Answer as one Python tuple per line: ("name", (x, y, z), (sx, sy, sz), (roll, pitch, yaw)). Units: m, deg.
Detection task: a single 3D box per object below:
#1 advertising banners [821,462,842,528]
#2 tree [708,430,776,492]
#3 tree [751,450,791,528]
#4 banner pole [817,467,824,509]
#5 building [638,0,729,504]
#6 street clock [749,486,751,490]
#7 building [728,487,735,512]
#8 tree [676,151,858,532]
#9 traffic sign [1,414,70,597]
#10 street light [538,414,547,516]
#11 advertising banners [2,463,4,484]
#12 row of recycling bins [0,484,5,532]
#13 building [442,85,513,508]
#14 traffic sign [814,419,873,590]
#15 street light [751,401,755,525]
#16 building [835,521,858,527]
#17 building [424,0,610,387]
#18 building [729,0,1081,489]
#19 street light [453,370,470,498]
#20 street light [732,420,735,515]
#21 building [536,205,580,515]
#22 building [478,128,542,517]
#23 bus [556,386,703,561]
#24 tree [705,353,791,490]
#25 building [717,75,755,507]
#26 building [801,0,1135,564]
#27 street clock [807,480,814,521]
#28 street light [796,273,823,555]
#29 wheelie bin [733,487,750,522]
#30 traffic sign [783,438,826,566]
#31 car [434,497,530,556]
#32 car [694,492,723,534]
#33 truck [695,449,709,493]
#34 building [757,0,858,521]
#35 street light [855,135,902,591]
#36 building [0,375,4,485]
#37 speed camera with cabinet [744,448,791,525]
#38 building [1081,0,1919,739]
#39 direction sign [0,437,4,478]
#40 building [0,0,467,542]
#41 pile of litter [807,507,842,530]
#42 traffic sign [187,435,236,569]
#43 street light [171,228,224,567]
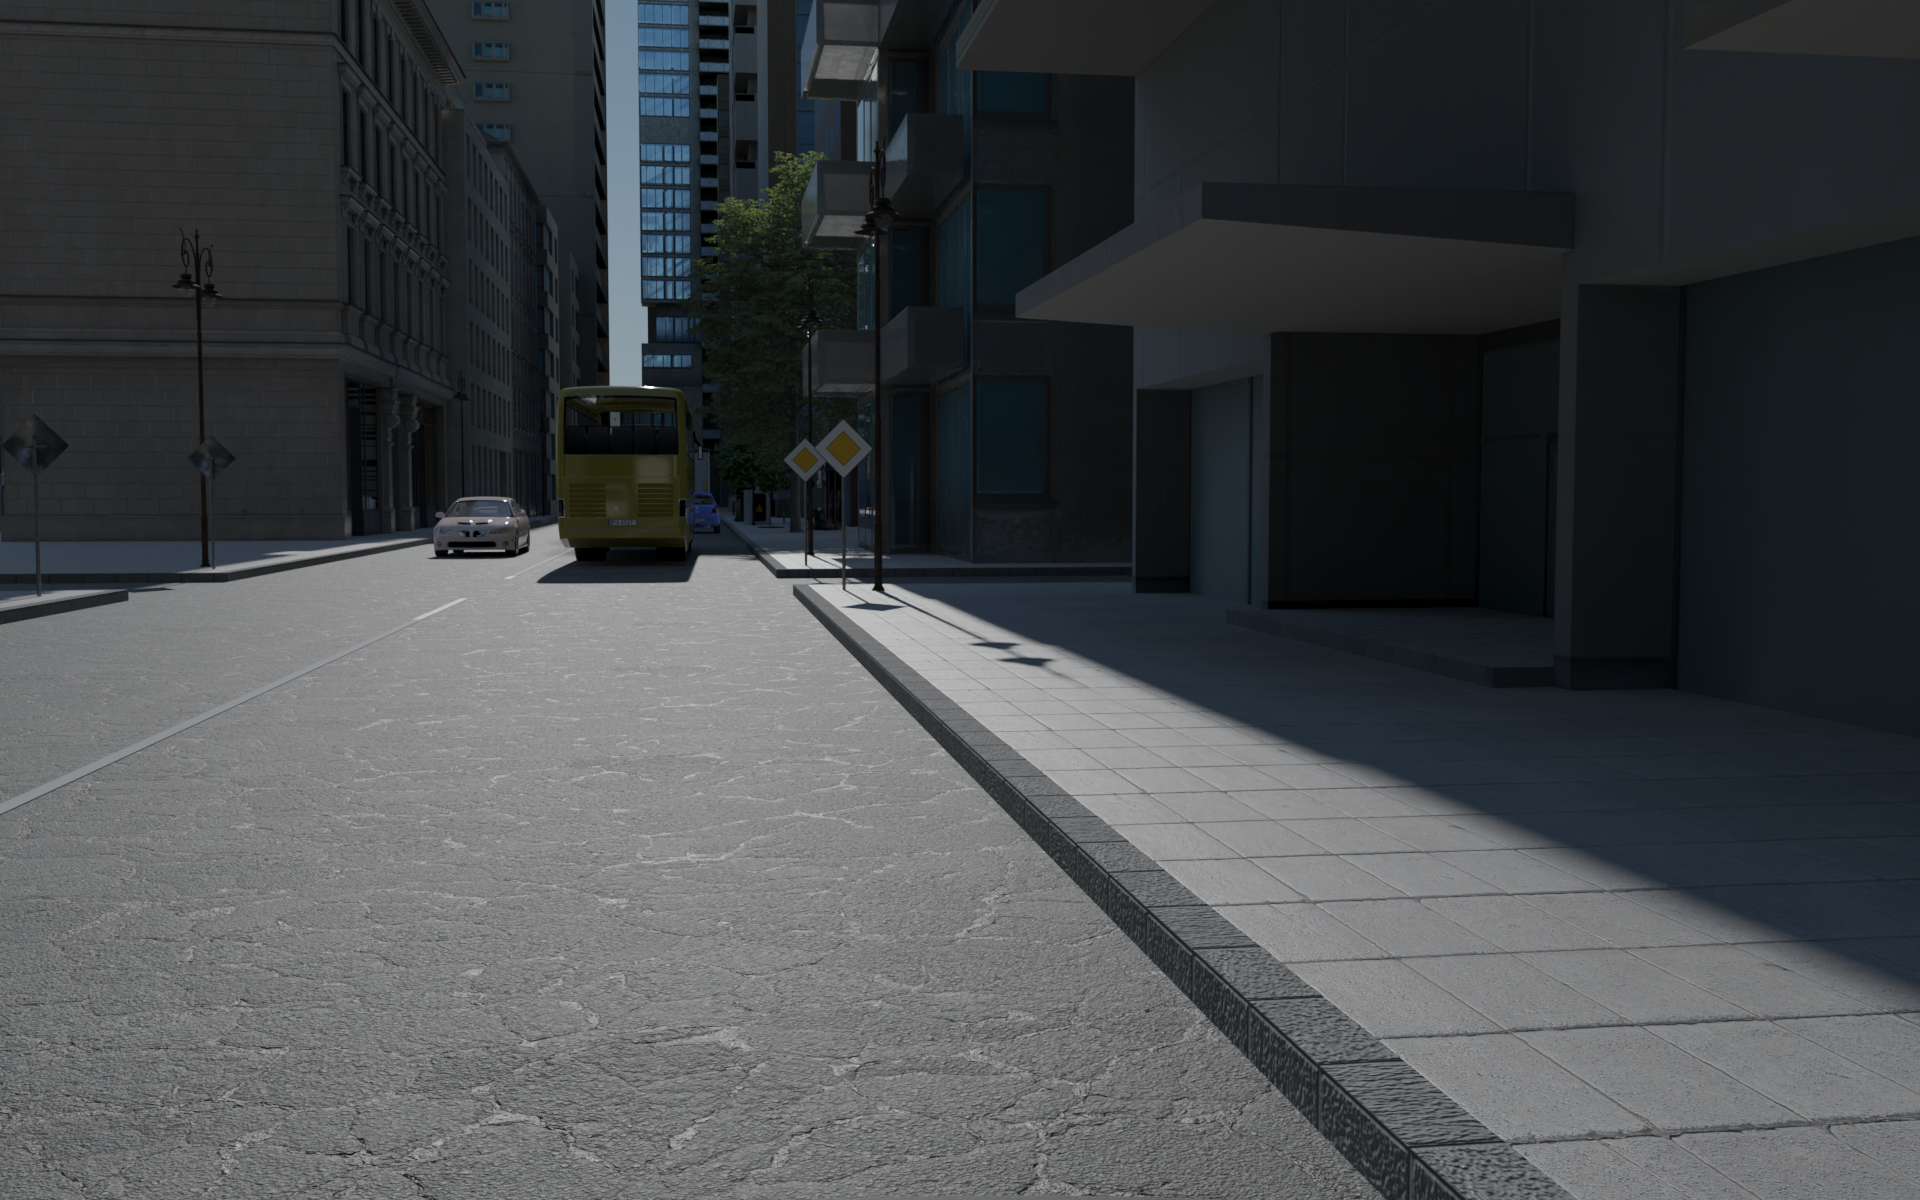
("advertising banners", (-4.778, -4.190, 64.692), (0.090, 3.025, 2.074), (-2, 4, -27))
("tree", (-10.591, -6.162, 84.464), (4.285, 4.588, 4.351), (0, 3, 0))
("tree", (-7.254, -4.330, 65.397), (1.663, 3.219, 1.824), (0, 3, 0))
("banner pole", (-6.802, -5.795, 84.762), (0.401, 3.779, 0.863), (2, 4, 27))
("building", (-24.733, -54.160, 198.190), (31.000, 86.520, 22.319), (-1, 4, -9))
("street clock", (-11.323, -5.378, 92.508), (0.358, 2.002, 0.471), (-2, 4, -28))
("building", (-1.015, -26.727, 128.875), (32.217, 40.220, 23.993), (-1, 4, -9))
("tree", (-5.489, -8.516, 57.372), (7.486, 12.596, 7.792), (0, 3, 0))
("traffic sign", (-11.538, -1.101, 21.644), (0.795, 2.450, 0.064), (-1, 4, -9))
("street light", (-23.989, -7.760, 99.667), (0.468, 5.910, 1.993), (-1, 4, -9))
("advertising banners", (-53.532, -6.151, 96.759), (0.090, 3.025, 2.074), (-1, 4, -23))
("row of recycling bins", (-32.435, -3.197, 59.385), (1.069, 1.692, 3.534), (-2, 4, -33))
("building", (-26.001, -13.547, 76.249), (10.420, 20.320, 16.860), (-1, 4, -9))
("traffic sign", (-1.557, -1.193, 23.150), (0.795, 2.450, 0.064), (-1, 4, -9))
("street light", (-8.463, -5.997, 70.842), (0.468, 5.910, 1.993), (-1, 4, -9))
("building", (1.181, -25.917, 73.851), (14.600, 45.320, 14.200), (-1, 4, -9))
("building", (-39.978, -31.625, 140.777), (21.300, 48.544, 21.600), (-1, 4, -9))
("building", (-6.604, -34.526, 153.746), (28.713, 52.752, 27.495), (-1, 4, -9))
("street light", (-18.531, -5.611, 64.520), (0.468, 5.910, 1.993), (-1, 4, -9))
("street light", (-13.744, -8.086, 104.997), (0.468, 5.910, 1.993), (-1, 4, -9))
("building", (-40.538, -16.574, 116.020), (27.650, 21.520, 28.899), (-1, 4, -9))
("building", (-28.311, -14.952, 93.610), (9.793, 20.994, 18.267), (-1, 4, -9))
("bus", (-7.474, -2.967, 40.054), (2.896, 3.916, 12.252), (0, 4, -8))
("tree", (-10.709, -8.498, 89.312), (4.360, 8.622, 3.978), (0, 3, 0))
("building", (-17.118, -29.963, 173.483), (14.154, 41.232, 14.086), (-1, 4, -9))
("building", (11.372, -25.824, 41.827), (30.456, 49.044, 23.786), (-1, 4, -9))
("street clock", (-7.275, -4.829, 83.524), (0.471, 2.002, 0.358), (-2, 4, -24))
("street light", (-3.146, -3.886, 36.323), (0.468, 5.910, 1.993), (-1, 4, -9))
("wheelie bin", (-9.963, -4.402, 79.874), (0.980, 1.594, 0.693), (-2, 4, -35))
("traffic sign", (-2.768, -1.676, 31.043), (0.795, 2.450, 0.064), (-1, 4, -9))
("car", (-11.367, -1.774, 41.368), (2.083, 1.381, 4.827), (-1, 4, -9))
("car", (-9.724, -3.330, 64.041), (1.945, 1.707, 3.694), (-1, 4, -9))
("truck", (-17.707, -7.543, 112.248), (2.839, 4.237, 11.283), (-1, 4, -11))
("building", (-4.359, -27.459, 99.067), (14.600, 45.320, 14.200), (-1, 4, -9))
("street light", (-1.084, -3.060, 22.818), (0.468, 5.910, 1.993), (-1, 4, -9))
("building", (-84.994, -29.421, 164.634), (14.086, 41.232, 14.154), (-1, 4, -9))
("speed camera with cabinet", (-8.149, -4.847, 73.584), (2.038, 3.252, 0.660), (-2, 4, -33))
("building", (15.045, -25.770, 10.576), (28.713, 52.752, 27.495), (-1, 4, -9))
("direction sign", (-35.846, -4.464, 64.980), (0.876, 3.537, 0.379), (-2, 4, -26))
("building", (-21.583, -12.049, 47.907), (10.553, 20.767, 40.483), (-1, 4, -9))
("pile of litter", (-4.855, -2.913, 61.585), (1.176, 0.858, 1.719), (-2, 4, -33))
("traffic sign", (-12.749, -1.584, 29.537), (0.795, 2.450, 0.064), (-1, 4, -9))
("street light", (-13.311, -3.522, 30.376), (0.468, 5.910, 1.993), (-1, 4, -9))
